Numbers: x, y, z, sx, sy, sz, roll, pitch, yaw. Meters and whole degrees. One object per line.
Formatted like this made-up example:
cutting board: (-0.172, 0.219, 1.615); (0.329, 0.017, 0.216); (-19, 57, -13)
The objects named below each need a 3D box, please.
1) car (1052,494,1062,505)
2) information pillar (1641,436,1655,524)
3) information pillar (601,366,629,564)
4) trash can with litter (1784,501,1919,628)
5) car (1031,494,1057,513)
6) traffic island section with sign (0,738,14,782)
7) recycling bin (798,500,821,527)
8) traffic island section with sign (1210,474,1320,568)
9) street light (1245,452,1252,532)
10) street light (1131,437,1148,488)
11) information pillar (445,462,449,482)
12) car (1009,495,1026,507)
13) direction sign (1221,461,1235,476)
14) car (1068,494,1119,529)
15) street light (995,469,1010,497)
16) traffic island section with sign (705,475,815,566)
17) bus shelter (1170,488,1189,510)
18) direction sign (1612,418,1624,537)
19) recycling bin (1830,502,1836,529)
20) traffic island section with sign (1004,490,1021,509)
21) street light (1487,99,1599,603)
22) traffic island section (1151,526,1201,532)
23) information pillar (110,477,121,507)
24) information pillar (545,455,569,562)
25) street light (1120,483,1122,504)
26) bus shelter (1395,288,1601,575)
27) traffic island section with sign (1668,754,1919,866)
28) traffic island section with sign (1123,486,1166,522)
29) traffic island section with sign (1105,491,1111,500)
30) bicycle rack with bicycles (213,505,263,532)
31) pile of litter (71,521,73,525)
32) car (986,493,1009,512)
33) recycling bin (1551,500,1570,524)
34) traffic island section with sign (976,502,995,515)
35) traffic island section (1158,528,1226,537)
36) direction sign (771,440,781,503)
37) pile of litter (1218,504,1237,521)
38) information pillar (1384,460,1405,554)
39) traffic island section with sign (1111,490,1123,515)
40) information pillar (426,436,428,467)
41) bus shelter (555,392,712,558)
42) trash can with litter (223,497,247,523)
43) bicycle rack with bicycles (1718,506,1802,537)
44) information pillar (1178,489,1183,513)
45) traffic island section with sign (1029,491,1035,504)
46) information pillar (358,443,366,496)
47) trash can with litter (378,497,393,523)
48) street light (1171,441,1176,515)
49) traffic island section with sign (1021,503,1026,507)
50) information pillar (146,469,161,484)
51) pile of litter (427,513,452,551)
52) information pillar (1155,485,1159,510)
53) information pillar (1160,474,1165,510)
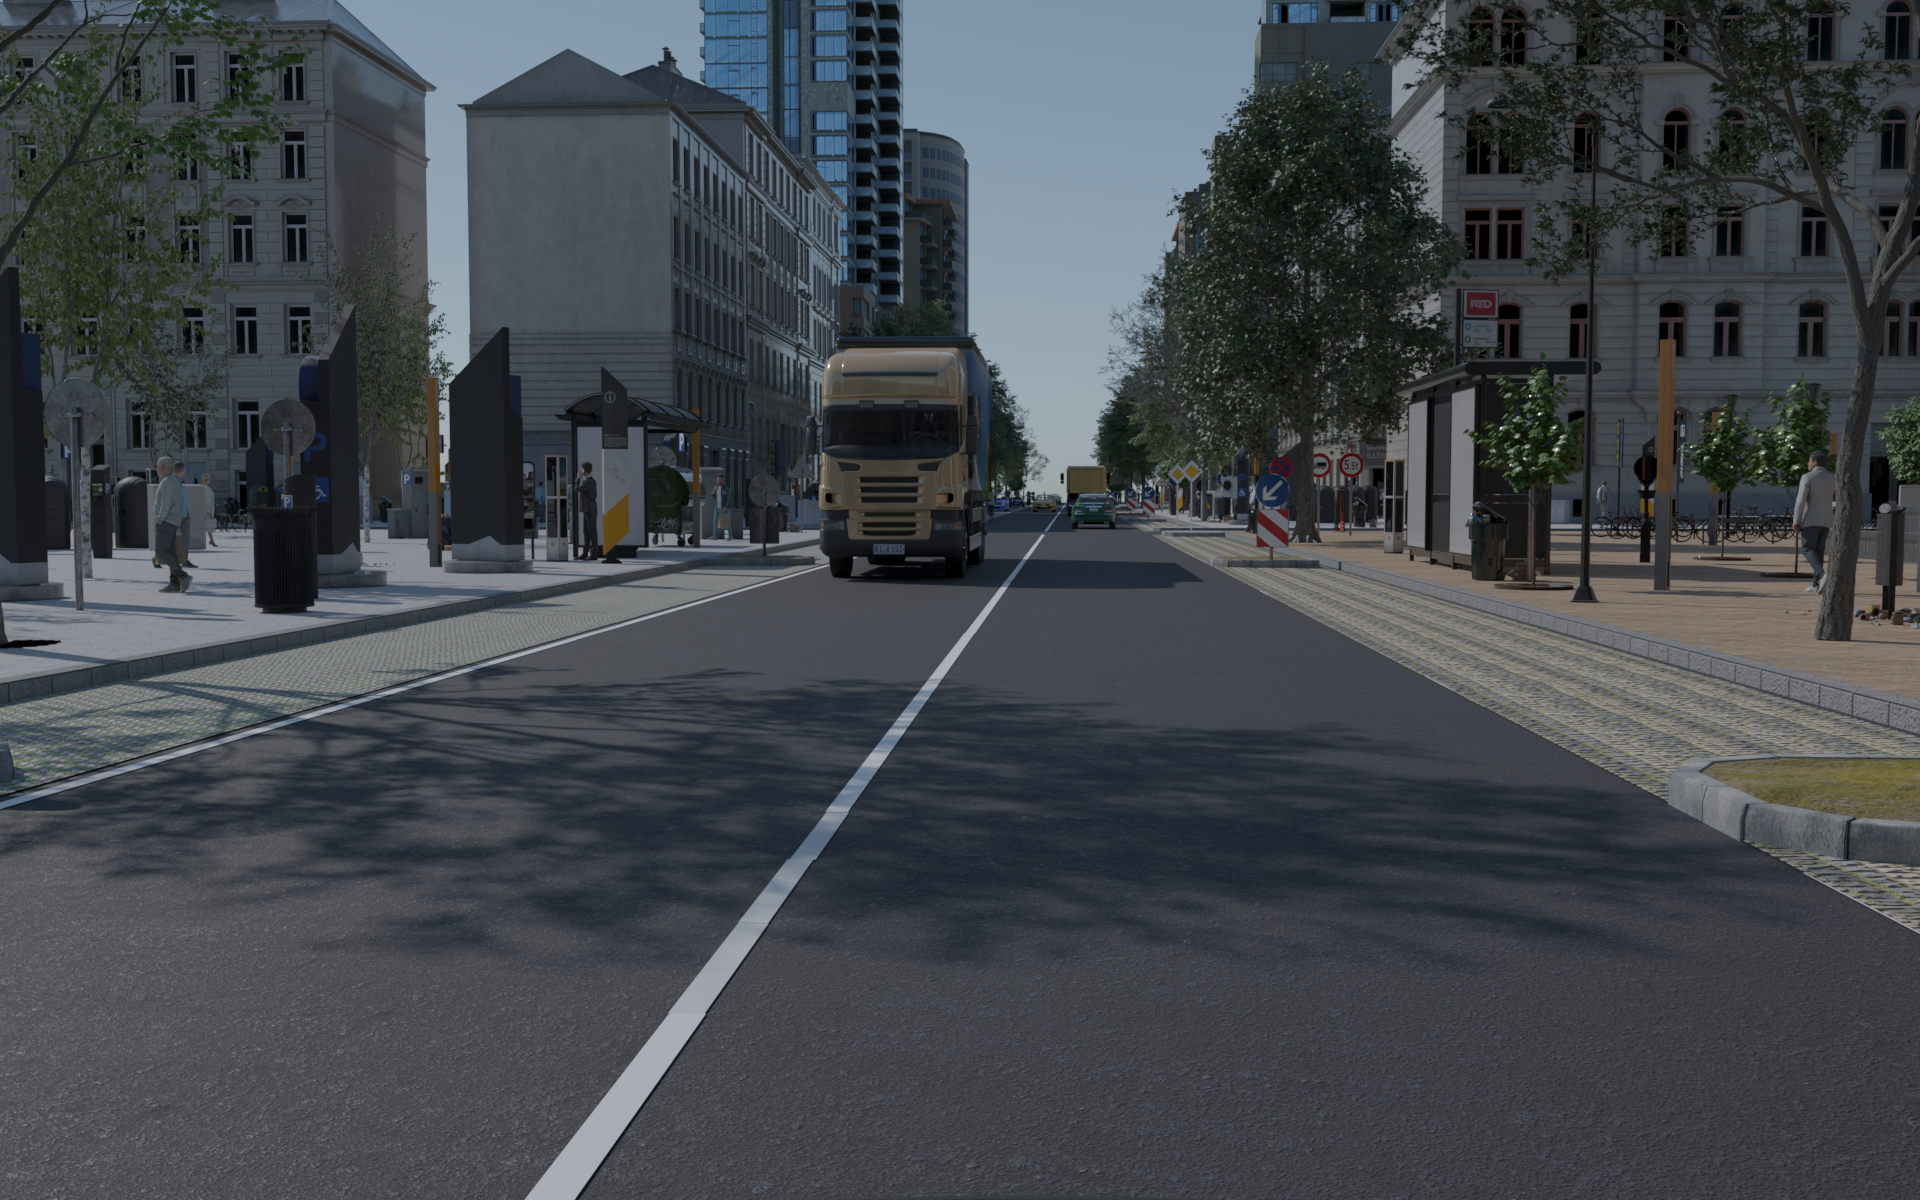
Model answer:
car: (12.786, -13.606, 234.247); (2.131, 1.459, 4.920); (0, 4, 4)
information pillar: (27.606, -4.777, 69.460); (0.504, 3.616, 0.183); (1, 4, 18)
information pillar: (-6.373, -2.483, 31.949); (0.504, 3.616, 0.183); (-2, 4, -29)
trash can with litter: (9.361, -0.398, 17.563); (1.678, 1.210, 2.233); (1, 4, 22)
car: (6.625, -7.670, 135.633); (2.015, 1.641, 3.980); (0, 4, 5)
traffic island section with sign: (-5.751, 0.025, 8.219); (1.989, 1.847, 2.006); (0, 4, 4)
recycling bin: (-5.932, -3.417, 68.414); (0.722, 1.027, 0.722); (-2, 4, -29)
traffic island section with sign: (6.001, -1.574, 34.363); (1.989, 1.847, 2.006); (0, 4, 4)
street light: (9.205, -5.236, 58.147); (1.470, 5.913, 1.316); (0, 4, 4)
street light: (14.845, -10.354, 141.833); (1.470, 5.913, 1.316); (0, 4, 4)
information pillar: (-34.043, -7.582, 115.320); (0.183, 3.616, 0.504); (3, 5, 43)
car: (6.172, -10.705, 187.603); (1.945, 1.354, 3.894); (0, 4, 3)
direction sign: (17.279, -7.316, 111.610); (0.876, 3.537, 0.379); (0, 3, 0)
car: (5.601, -3.718, 72.583); (2.131, 1.459, 4.920); (0, 4, 4)
street light: (4.237, -12.807, 181.942); (1.470, 5.913, 1.316); (0, 4, 4)
traffic island section with sign: (-3.995, -1.620, 35.117); (1.989, 1.847, 2.006); (0, 4, 4)
bus shelter: (17.428, -9.025, 138.842); (1.731, 3.624, 6.357); (0, 4, 4)
direction sign: (19.859, -3.681, 52.184); (0.379, 3.537, 0.876); (1, 4, 10)
recycling bin: (28.887, -2.705, 56.785); (0.722, 1.027, 0.722); (0, 4, -1)
traffic island section with sign: (4.655, -9.712, 167.424); (1.989, 1.847, 2.006); (0, 4, 4)
street light: (6.871, -2.928, 20.416); (1.470, 5.913, 1.316); (0, 4, 4)
traffic island section: (8.455, -2.739, 67.056); (2.009, 0.180, 2.903); (0, 4, 4)
information pillar: (-35.362, -4.163, 72.558); (0.304, 2.012, 0.304); (0, 4, 7)
information pillar: (-7.629, -1.730, 32.774); (0.304, 2.012, 0.304); (1, 4, 22)
street light: (17.341, -12.720, 180.507); (1.470, 5.913, 1.316); (0, 4, 4)
bus shelter: (9.322, -3.300, 31.595); (2.179, 5.291, 8.768); (0, 4, 4)
traffic island section with sign: (4.238, 0.071, 7.465); (1.989, 1.847, 2.006); (0, 4, 4)
traffic island section with sign: (9.577, -4.927, 89.188); (1.989, 1.847, 2.006); (0, 4, 4)
traffic island section with sign: (14.563, -9.599, 165.573); (1.989, 1.847, 2.006); (0, 4, 4)
bicycle rack with bicycles: (-24.757, -2.771, 58.685); (2.852, 0.926, 2.925); (1, 4, 10)
pile of litter: (-37.205, -3.519, 71.497); (1.176, 0.858, 1.719); (-1, 4, -21)
car: (3.045, -7.978, 140.033); (1.945, 1.707, 3.694); (0, 4, 5)
recycling bin: (25.566, -3.757, 73.981); (0.722, 1.027, 0.722); (3, 4, 38)
traffic island section with sign: (1.379, -6.658, 117.488); (1.989, 1.847, 2.006); (0, 4, 4)
traffic island section: (7.935, -2.251, 59.088); (2.009, 0.180, 2.903); (0, 4, 4)
direction sign: (-7.690, -4.915, 72.354); (0.379, 3.537, 0.876); (-2, 4, -31)
pile of litter: (13.037, -4.190, 82.474); (1.719, 0.858, 1.176); (-1, 4, -13)
information pillar: (9.348, -2.006, 37.286); (0.304, 2.012, 0.304); (-2, 4, -30)
traffic island section with sign: (11.344, -6.582, 116.242); (1.989, 1.847, 2.006); (0, 4, 4)
information pillar: (-18.360, -4.196, 59.952); (0.183, 3.616, 0.504); (0, 4, -1)
bus shelter: (-6.877, -2.646, 37.187); (2.014, 3.302, 5.546); (0, 4, 4)
trash can with litter: (-32.042, -3.999, 76.770); (0.624, 1.170, 1.055); (3, 5, 39)
bicycle rack with bicycles: (24.504, -2.442, 53.307); (2.852, 0.926, 2.925); (-2, 4, -25)
information pillar: (15.092, -7.767, 118.341); (0.183, 3.616, 0.504); (-2, 4, -31)
traffic island section with sign: (10.037, -14.759, 249.928); (1.989, 1.847, 2.006); (0, 4, 4)
information pillar: (-27.509, -5.393, 79.522); (0.504, 3.616, 0.183); (0, 4, 3)
trash can with litter: (-25.547, -4.056, 77.699); (1.055, 1.170, 0.624); (1, 4, 18)
street light: (12.317, -8.041, 104.005); (1.470, 5.913, 1.316); (0, 4, 4)
traffic island section with sign: (6.415, -11.367, 194.480); (1.989, 1.847, 2.006); (0, 4, 4)
information pillar: (-23.269, -2.784, 50.011); (0.304, 2.012, 0.304); (-3, 5, -42)
pile of litter: (-11.569, -1.586, 39.894); (1.176, 0.858, 1.719); (2, 4, 31)
information pillar: (15.670, -8.156, 137.844); (0.304, 2.012, 0.304); (0, 4, 1)
information pillar: (16.136, -8.965, 137.934); (0.183, 3.616, 0.504); (-2, 4, -28)
